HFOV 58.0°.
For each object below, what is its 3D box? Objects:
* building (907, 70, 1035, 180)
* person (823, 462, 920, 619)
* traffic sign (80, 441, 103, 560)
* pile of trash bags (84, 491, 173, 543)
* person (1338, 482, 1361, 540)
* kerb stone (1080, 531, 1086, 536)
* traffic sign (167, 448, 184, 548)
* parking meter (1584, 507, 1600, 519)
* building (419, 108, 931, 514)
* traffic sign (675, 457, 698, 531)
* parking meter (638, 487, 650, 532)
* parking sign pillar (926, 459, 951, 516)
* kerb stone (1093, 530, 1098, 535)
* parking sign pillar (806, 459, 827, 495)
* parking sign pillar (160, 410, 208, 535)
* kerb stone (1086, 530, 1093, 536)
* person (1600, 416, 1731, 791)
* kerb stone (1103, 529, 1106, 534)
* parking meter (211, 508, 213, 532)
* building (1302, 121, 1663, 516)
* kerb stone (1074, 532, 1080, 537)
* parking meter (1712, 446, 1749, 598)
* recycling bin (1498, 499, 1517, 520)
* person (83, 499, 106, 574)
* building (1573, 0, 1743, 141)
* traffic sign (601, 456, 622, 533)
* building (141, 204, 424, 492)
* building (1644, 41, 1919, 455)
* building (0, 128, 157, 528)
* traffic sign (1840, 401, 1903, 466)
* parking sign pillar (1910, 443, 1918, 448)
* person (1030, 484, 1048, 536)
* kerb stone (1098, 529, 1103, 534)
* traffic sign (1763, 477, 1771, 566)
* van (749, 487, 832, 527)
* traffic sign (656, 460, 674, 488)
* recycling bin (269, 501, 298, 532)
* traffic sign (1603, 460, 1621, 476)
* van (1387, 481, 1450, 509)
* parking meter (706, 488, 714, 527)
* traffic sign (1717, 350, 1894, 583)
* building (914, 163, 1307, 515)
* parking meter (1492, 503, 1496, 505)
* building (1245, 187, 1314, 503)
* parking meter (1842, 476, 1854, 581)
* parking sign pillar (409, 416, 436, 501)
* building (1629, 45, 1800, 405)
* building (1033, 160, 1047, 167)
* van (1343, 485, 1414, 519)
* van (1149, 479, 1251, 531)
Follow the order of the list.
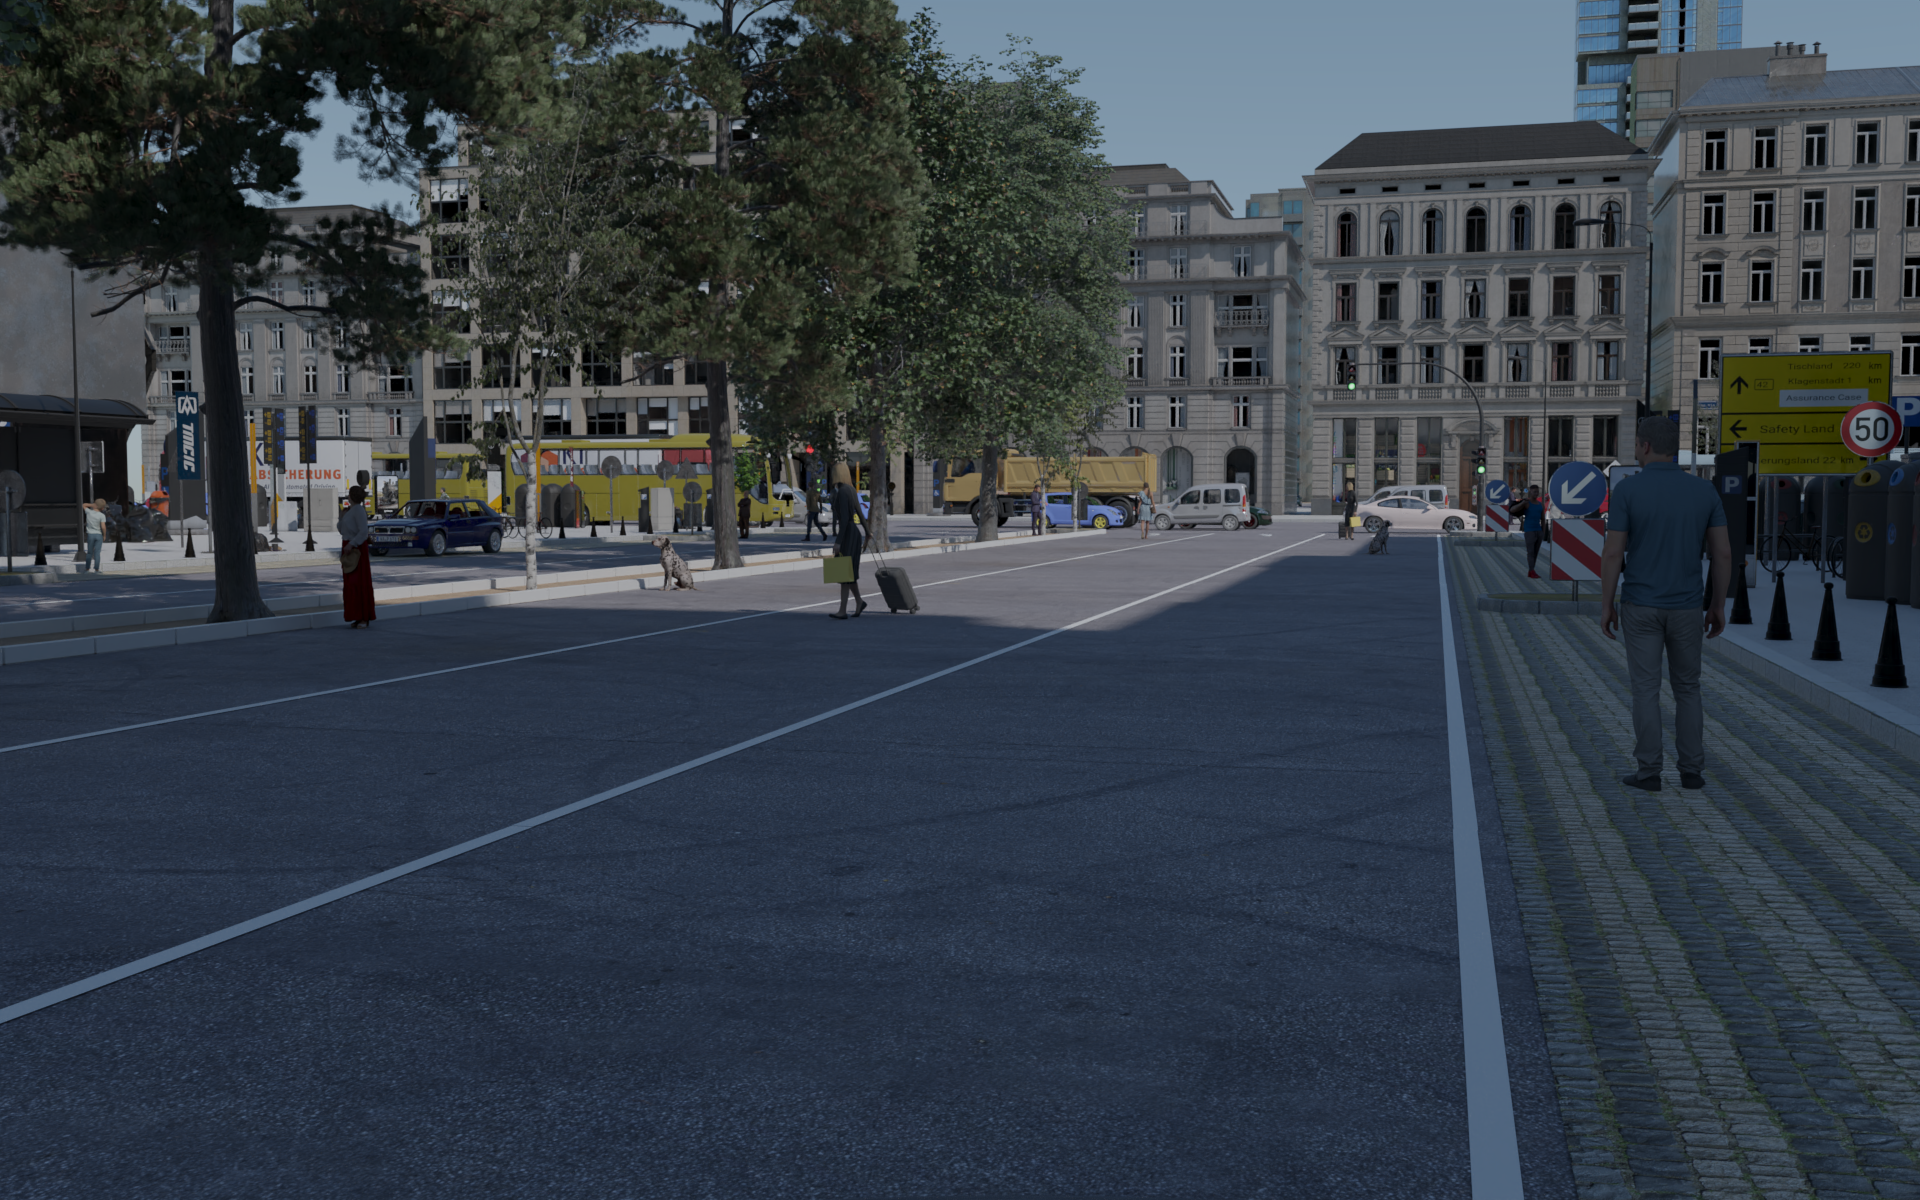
[{"bbox_3d":[-1.167,-29.655,168.450,14.154,41.232,14.086,1,4,15],"label":"building"},{"bbox_3d":[-1.054,-0.701,20.175,1.509,1.804,0.699,-3,5,-44],"label":"person"},{"bbox_3d":[-16.896,-1.931,33.709,0.606,2.300,0.079,1,4,23],"label":"traffic sign"},{"bbox_3d":[-22.256,-2.270,46.870,1.912,1.369,3.447,0,4,-3],"label":"pile of trash bags"},{"bbox_3d":[12.249,-2.795,54.413,0.699,1.804,1.509,1,4,13],"label":"person"},{"bbox_3d":[4.040,-2.229,58.635,0.120,0.150,1.000,1,4,15],"label":"kerb stone"},{"bbox_3d":[-18.609,-2.530,41.377,0.884,2.594,0.081,1,4,21],"label":"traffic sign"},{"bbox_3d":[17.366,-2.560,47.572,0.255,1.863,0.399,-1,4,-19],"label":"parking meter"},{"bbox_3d":[-17.586,-19.434,122.257,34.151,26.468,19.350,1,4,15],"label":"building"},{"bbox_3d":[-9.608,-3.720,60.831,0.884,2.594,0.081,1,4,17],"label":"traffic sign"},{"bbox_3d":[-10.620,-3.044,58.174,0.372,1.533,0.369,0,3,0],"label":"parking meter"},{"bbox_3d":[-1.237,-6.858,100.604,1.447,3.967,1.447,1,4,11],"label":"parking sign pillar"},{"bbox_3d":[4.582,-2.350,60.620,0.120,0.150,1.000,1,4,15],"label":"kerb stone"},{"bbox_3d":[-8.092,-6.687,97.798,1.447,3.967,1.447,3,5,44],"label":"parking sign pillar"},{"bbox_3d":[-24.365,-4.027,54.315,1.447,3.967,1.447,2,4,30],"label":"parking sign pillar"},{"bbox_3d":[4.321,-2.287,59.622,0.120,0.150,1.000,1,4,15],"label":"kerb stone"},{"bbox_3d":[3.414,0.013,8.409,0.598,1.807,0.434,1,4,13],"label":"person"},{"bbox_3d":[5.130,-2.472,62.607,0.120,0.150,1.000,1,4,15],"label":"kerb stone"},{"bbox_3d":[-25.603,-3.119,59.402,0.372,1.533,0.369,0,3,0],"label":"parking meter"},{"bbox_3d":[31.265,-16.923,105.571,19.941,23.489,11.050,1,4,15],"label":"building"},{"bbox_3d":[3.769,-2.168,57.645,0.120,0.150,1.000,1,4,15],"label":"kerb stone"},{"bbox_3d":[9.505,-0.961,21.429,0.399,1.863,0.255,1,4,17],"label":"parking meter"},{"bbox_3d":[27.327,-4.517,86.399,0.722,1.027,0.722,-1,4,-12],"label":"recycling bin"},{"bbox_3d":[-15.454,-1.131,30.905,0.435,1.345,0.340,-1,4,-16],"label":"person"},{"bbox_3d":[102.516,-57.654,255.313,31.000,86.520,22.319,1,4,15],"label":"building"},{"bbox_3d":[-11.527,-3.494,57.237,0.768,2.556,0.104,1,4,19],"label":"traffic sign"},{"bbox_3d":[-46.428,-17.460,127.269,24.055,21.916,13.314,1,4,15],"label":"building"},{"bbox_3d":[53.007,-18.438,98.728,25.104,27.353,12.463,1,4,15],"label":"building"},{"bbox_3d":[-35.157,-11.186,50.347,16.811,18.784,16.820,1,4,15],"label":"building"},{"bbox_3d":[12.498,-1.450,23.809,0.768,2.556,0.104,1,4,20],"label":"traffic sign"},{"bbox_3d":[49.579,-6.275,91.066,1.447,3.967,1.447,-1,4,-9],"label":"parking sign pillar"},{"bbox_3d":[2.734,-3.084,59.380,0.568,1.767,0.683,2,4,26],"label":"person"},{"bbox_3d":[4.851,-2.407,61.620,0.120,0.150,1.000,1,4,15],"label":"kerb stone"},{"bbox_3d":[14.448,-1.888,30.980,0.768,2.556,0.104,1,4,22],"label":"traffic sign"},{"bbox_3d":[-7.312,-4.108,74.174,4.112,2.044,2.013,1,4,16],"label":"van"},{"bbox_3d":[-11.085,-3.972,65.044,0.768,2.556,0.104,2,4,23],"label":"traffic sign"},{"bbox_3d":[-23.272,-2.874,59.546,0.722,1.027,0.722,-3,5,-44],"label":"recycling bin"},{"bbox_3d":[22.004,-3.487,58.200,0.795,2.450,0.064,2,4,23],"label":"traffic sign"},{"bbox_3d":[20.441,-4.447,79.722,4.112,2.044,2.013,1,4,16],"label":"van"},{"bbox_3d":[-9.755,-3.629,67.744,0.372,1.533,0.369,0,3,0],"label":"parking meter"},{"bbox_3d":[12.109,-1.898,24.912,2.265,3.308,0.079,1,4,17],"label":"traffic sign"},{"bbox_3d":[9.741,-16.527,112.016,24.055,21.916,13.314,1,4,15],"label":"building"},{"bbox_3d":[28.076,-5.041,90.836,0.372,1.533,0.369,0,3,0],"label":"parking meter"},{"bbox_3d":[58.519,-39.658,268.008,30.456,49.044,23.786,1,4,15],"label":"building"},{"bbox_3d":[13.281,-1.215,25.581,0.255,1.863,0.399,-2,4,-30],"label":"parking meter"},{"bbox_3d":[-18.794,-4.409,60.553,1.447,3.967,1.447,-3,5,-40],"label":"parking sign pillar"},{"bbox_3d":[70.012,-29.326,163.075,14.154,41.232,14.086,1,4,15],"label":"building"},{"bbox_3d":[1.552,-30.903,197.140,23.993,40.220,32.217,1,4,15],"label":"building"},{"bbox_3d":[20.789,-4.736,84.442,4.112,2.044,2.013,1,4,13],"label":"van"},{"bbox_3d":[9.410,-3.762,68.525,4.112,2.044,2.013,1,4,15],"label":"van"}]
